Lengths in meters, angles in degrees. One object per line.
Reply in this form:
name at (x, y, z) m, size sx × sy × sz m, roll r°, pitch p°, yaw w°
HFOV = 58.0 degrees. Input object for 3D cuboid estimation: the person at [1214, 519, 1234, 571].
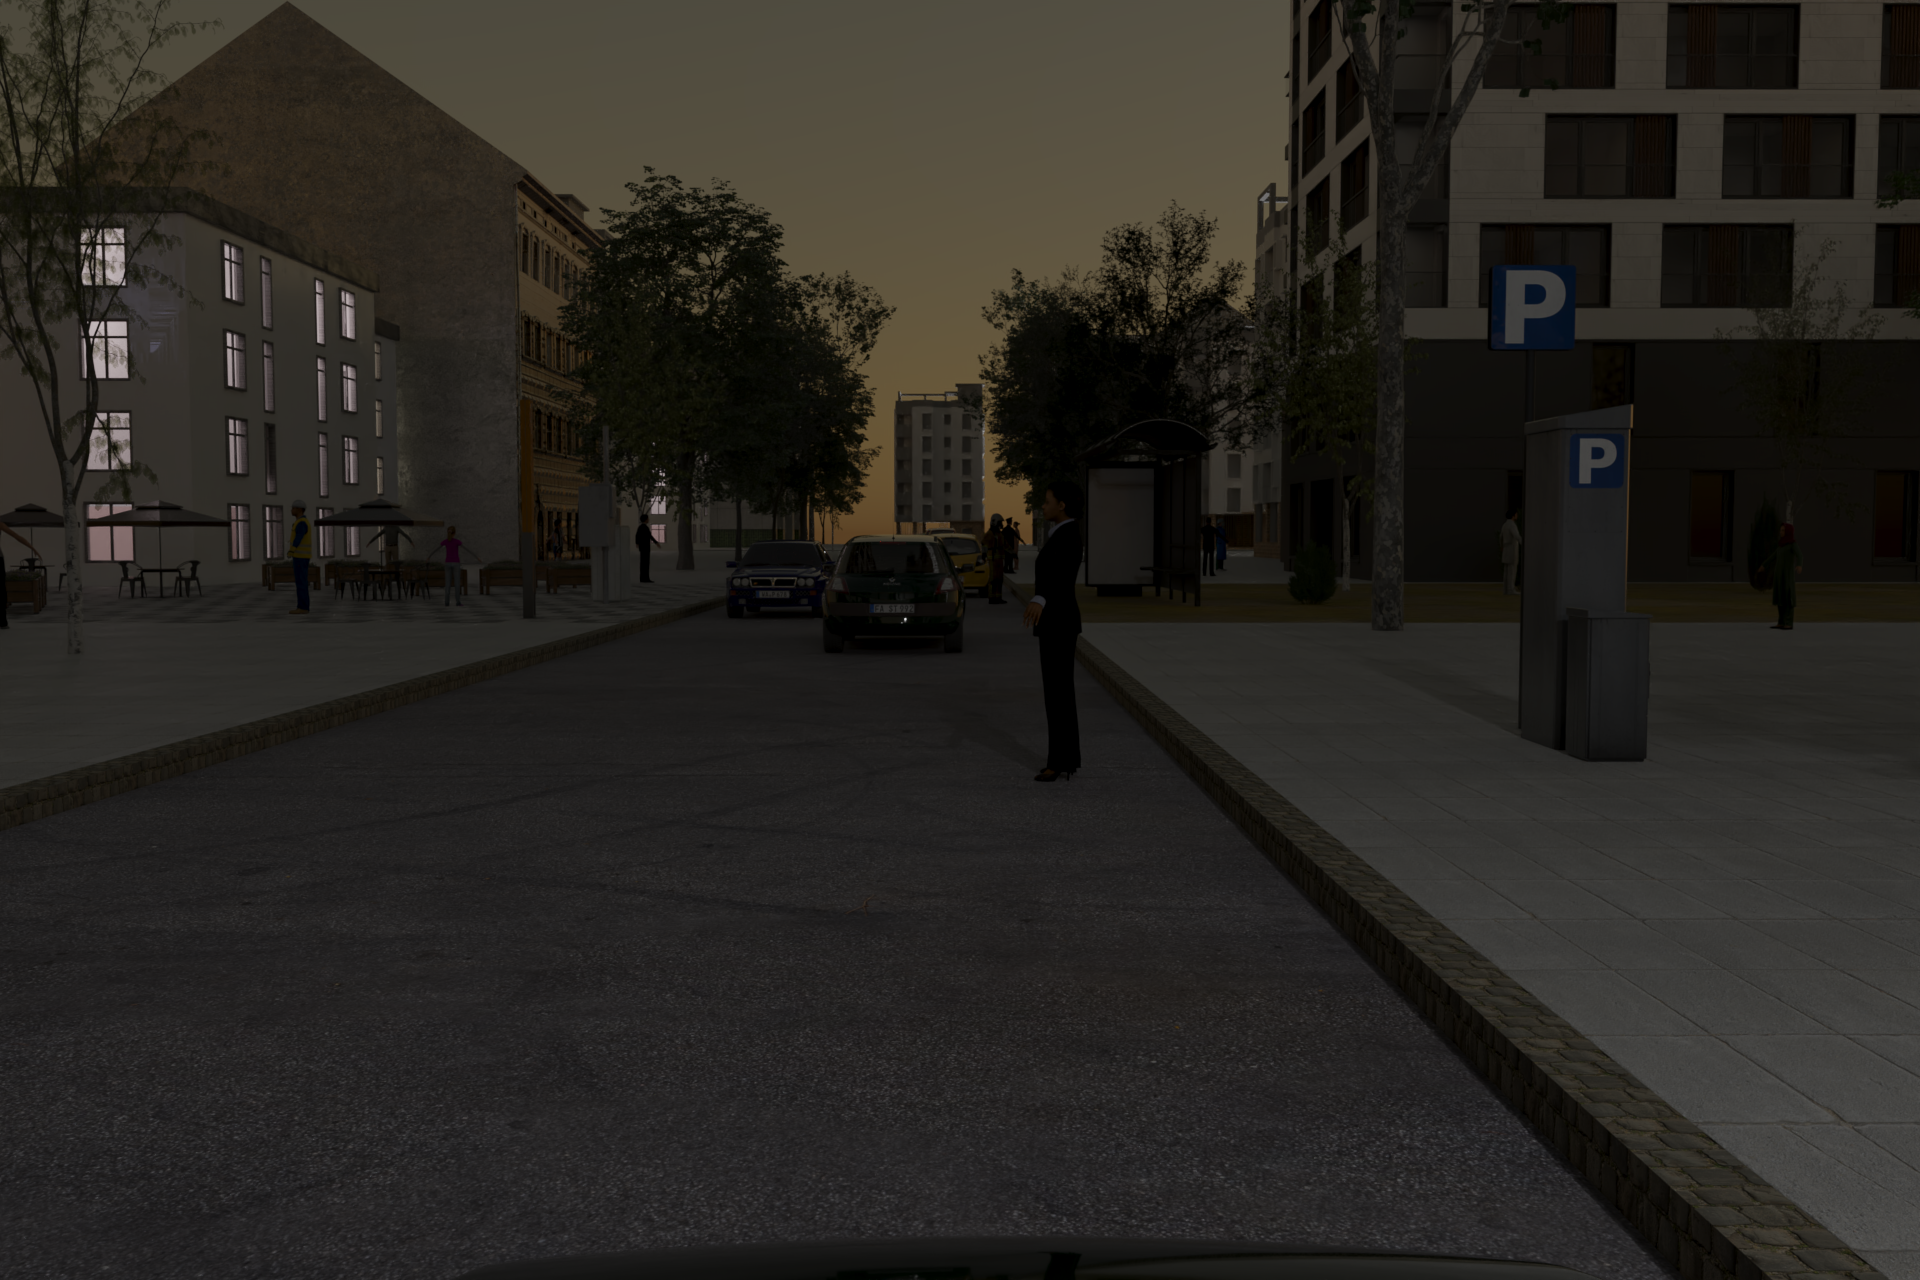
person at (9.076, -3.304, 60.144) m, size 0.704 × 1.817 × 1.347 m, roll 3°, pitch 4°, yaw 38°

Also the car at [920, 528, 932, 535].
car at (-1.419, -6.249, 110.839) m, size 2.281 × 1.827 × 5.304 m, roll 0°, pitch 4°, yaw -1°

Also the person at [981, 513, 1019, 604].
person at (0.766, -1.667, 35.482) m, size 0.705 × 1.858 × 1.354 m, roll 2°, pitch 4°, yaw 32°

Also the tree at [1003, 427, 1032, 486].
tree at (11.241, -22.447, 222.892) m, size 12.611 × 20.169 × 13.585 m, roll 0°, pitch 3°, yaw 0°

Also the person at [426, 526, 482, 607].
person at (-8.971, -1.309, 30.675) m, size 0.991 × 1.433 × 0.599 m, roll 0°, pitch 3°, yaw 0°

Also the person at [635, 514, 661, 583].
person at (-8.275, -2.413, 45.631) m, size 0.705 × 1.806 × 1.347 m, roll -3°, pitch 4°, yaw -36°

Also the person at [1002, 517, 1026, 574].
person at (1.612, -3.069, 56.111) m, size 0.705 × 1.837 × 1.347 m, roll -3°, pitch 5°, yaw -40°

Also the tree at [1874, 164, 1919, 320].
tree at (19.546, -6.283, 28.482) m, size 9.928 × 11.665 × 9.643 m, roll 0°, pitch 3°, yaw 0°

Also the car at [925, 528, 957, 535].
car at (-1.037, -5.920, 105.465) m, size 2.281 × 1.827 × 5.304 m, roll 0°, pitch 4°, yaw 0°

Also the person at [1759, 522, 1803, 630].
person at (11.034, -0.860, 23.278) m, size 0.599 × 1.438 × 0.989 m, roll 0°, pitch 4°, yaw -4°

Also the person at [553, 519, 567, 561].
person at (-14.545, -3.472, 62.913) m, size 0.704 × 1.843 × 1.345 m, roll 0°, pitch 4°, yaw 2°

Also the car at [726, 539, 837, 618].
car at (-3.117, -1.115, 30.812) m, size 1.945 × 1.354 × 3.894 m, roll 0°, pitch 4°, yaw 0°

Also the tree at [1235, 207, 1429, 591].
tree at (8.492, -5.390, 38.492) m, size 4.737 × 8.622 × 4.395 m, roll 0°, pitch 3°, yaw 0°

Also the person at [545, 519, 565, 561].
person at (-15.018, -3.585, 64.466) m, size 0.705 × 1.847 × 1.347 m, roll -3°, pitch 5°, yaw -42°

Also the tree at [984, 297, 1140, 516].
tree at (5.740, -11.365, 92.466) m, size 9.857 × 13.997 × 8.962 m, roll 0°, pitch 3°, yaw 0°

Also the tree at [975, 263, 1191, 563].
tree at (5.731, -10.281, 78.458) m, size 12.009 × 13.543 × 11.850 m, roll 0°, pitch 3°, yaw 0°

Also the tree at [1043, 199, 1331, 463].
tree at (6.245, -6.918, 47.517) m, size 8.767 × 10.594 × 7.601 m, roll 1°, pitch 4°, yaw 12°

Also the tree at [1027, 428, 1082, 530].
tree at (5.682, -9.380, 103.733) m, size 4.737 × 8.622 × 4.395 m, roll 0°, pitch 3°, yaw 0°

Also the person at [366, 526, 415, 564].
person at (-15.729, -2.547, 47.917) m, size 1.348 × 1.796 × 0.705 m, roll 0°, pitch 4°, yaw 2°

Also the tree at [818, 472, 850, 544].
tree at (-17.228, -17.759, 216.110) m, size 9.928 × 11.665 × 9.643 m, roll 0°, pitch 3°, yaw 0°

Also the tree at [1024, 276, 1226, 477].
tree at (5.944, -7.800, 61.943) m, size 7.601 × 10.594 × 8.767 m, roll -1°, pitch 4°, yaw -10°

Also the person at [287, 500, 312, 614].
person at (-10.634, -1.338, 27.844) m, size 0.705 × 1.833 × 1.349 m, roll -1°, pitch 4°, yaw -16°

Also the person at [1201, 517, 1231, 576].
person at (7.612, -2.857, 52.942) m, size 1.346 × 1.802 × 0.704 m, roll 2°, pitch 4°, yaw 30°

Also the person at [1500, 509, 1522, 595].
person at (11.663, -1.859, 36.584) m, size 0.705 × 1.806 × 1.347 m, roll 0°, pitch 4°, yaw -5°

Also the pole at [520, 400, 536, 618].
pole at (-6.586, -1.991, 26.402) m, size 0.158 × 3.312 × 0.155 m, roll 0°, pitch 3°, yaw 0°

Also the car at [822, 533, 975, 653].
car at (-0.808, -0.765, 22.292) m, size 2.009 × 1.686 × 4.222 m, roll 0°, pitch 4°, yaw 0°

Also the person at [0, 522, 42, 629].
person at (-13.090, -1.015, 23.400) m, size 1.217 × 1.737 × 0.721 m, roll -2°, pitch 4°, yaw -25°

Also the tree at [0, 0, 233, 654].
tree at (-9.410, -4.172, 18.575) m, size 4.360 × 8.622 × 3.978 m, roll 0°, pitch 3°, yaw 0°

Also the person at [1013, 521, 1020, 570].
person at (1.909, -3.364, 61.804) m, size 0.721 × 1.733 × 1.217 m, roll -1°, pitch 4°, yaw -16°

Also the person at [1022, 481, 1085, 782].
person at (0.508, -0.059, 10.142) m, size 0.721 × 1.740 × 1.216 m, roll 1°, pitch 4°, yaw 9°

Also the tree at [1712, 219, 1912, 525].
tree at (19.611, -5.533, 40.829) m, size 4.360 × 8.622 × 3.978 m, roll 0°, pitch 3°, yaw 0°

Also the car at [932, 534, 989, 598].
car at (-0.189, -1.844, 40.367) m, size 2.015 × 1.641 × 3.980 m, roll 0°, pitch 4°, yaw 0°
